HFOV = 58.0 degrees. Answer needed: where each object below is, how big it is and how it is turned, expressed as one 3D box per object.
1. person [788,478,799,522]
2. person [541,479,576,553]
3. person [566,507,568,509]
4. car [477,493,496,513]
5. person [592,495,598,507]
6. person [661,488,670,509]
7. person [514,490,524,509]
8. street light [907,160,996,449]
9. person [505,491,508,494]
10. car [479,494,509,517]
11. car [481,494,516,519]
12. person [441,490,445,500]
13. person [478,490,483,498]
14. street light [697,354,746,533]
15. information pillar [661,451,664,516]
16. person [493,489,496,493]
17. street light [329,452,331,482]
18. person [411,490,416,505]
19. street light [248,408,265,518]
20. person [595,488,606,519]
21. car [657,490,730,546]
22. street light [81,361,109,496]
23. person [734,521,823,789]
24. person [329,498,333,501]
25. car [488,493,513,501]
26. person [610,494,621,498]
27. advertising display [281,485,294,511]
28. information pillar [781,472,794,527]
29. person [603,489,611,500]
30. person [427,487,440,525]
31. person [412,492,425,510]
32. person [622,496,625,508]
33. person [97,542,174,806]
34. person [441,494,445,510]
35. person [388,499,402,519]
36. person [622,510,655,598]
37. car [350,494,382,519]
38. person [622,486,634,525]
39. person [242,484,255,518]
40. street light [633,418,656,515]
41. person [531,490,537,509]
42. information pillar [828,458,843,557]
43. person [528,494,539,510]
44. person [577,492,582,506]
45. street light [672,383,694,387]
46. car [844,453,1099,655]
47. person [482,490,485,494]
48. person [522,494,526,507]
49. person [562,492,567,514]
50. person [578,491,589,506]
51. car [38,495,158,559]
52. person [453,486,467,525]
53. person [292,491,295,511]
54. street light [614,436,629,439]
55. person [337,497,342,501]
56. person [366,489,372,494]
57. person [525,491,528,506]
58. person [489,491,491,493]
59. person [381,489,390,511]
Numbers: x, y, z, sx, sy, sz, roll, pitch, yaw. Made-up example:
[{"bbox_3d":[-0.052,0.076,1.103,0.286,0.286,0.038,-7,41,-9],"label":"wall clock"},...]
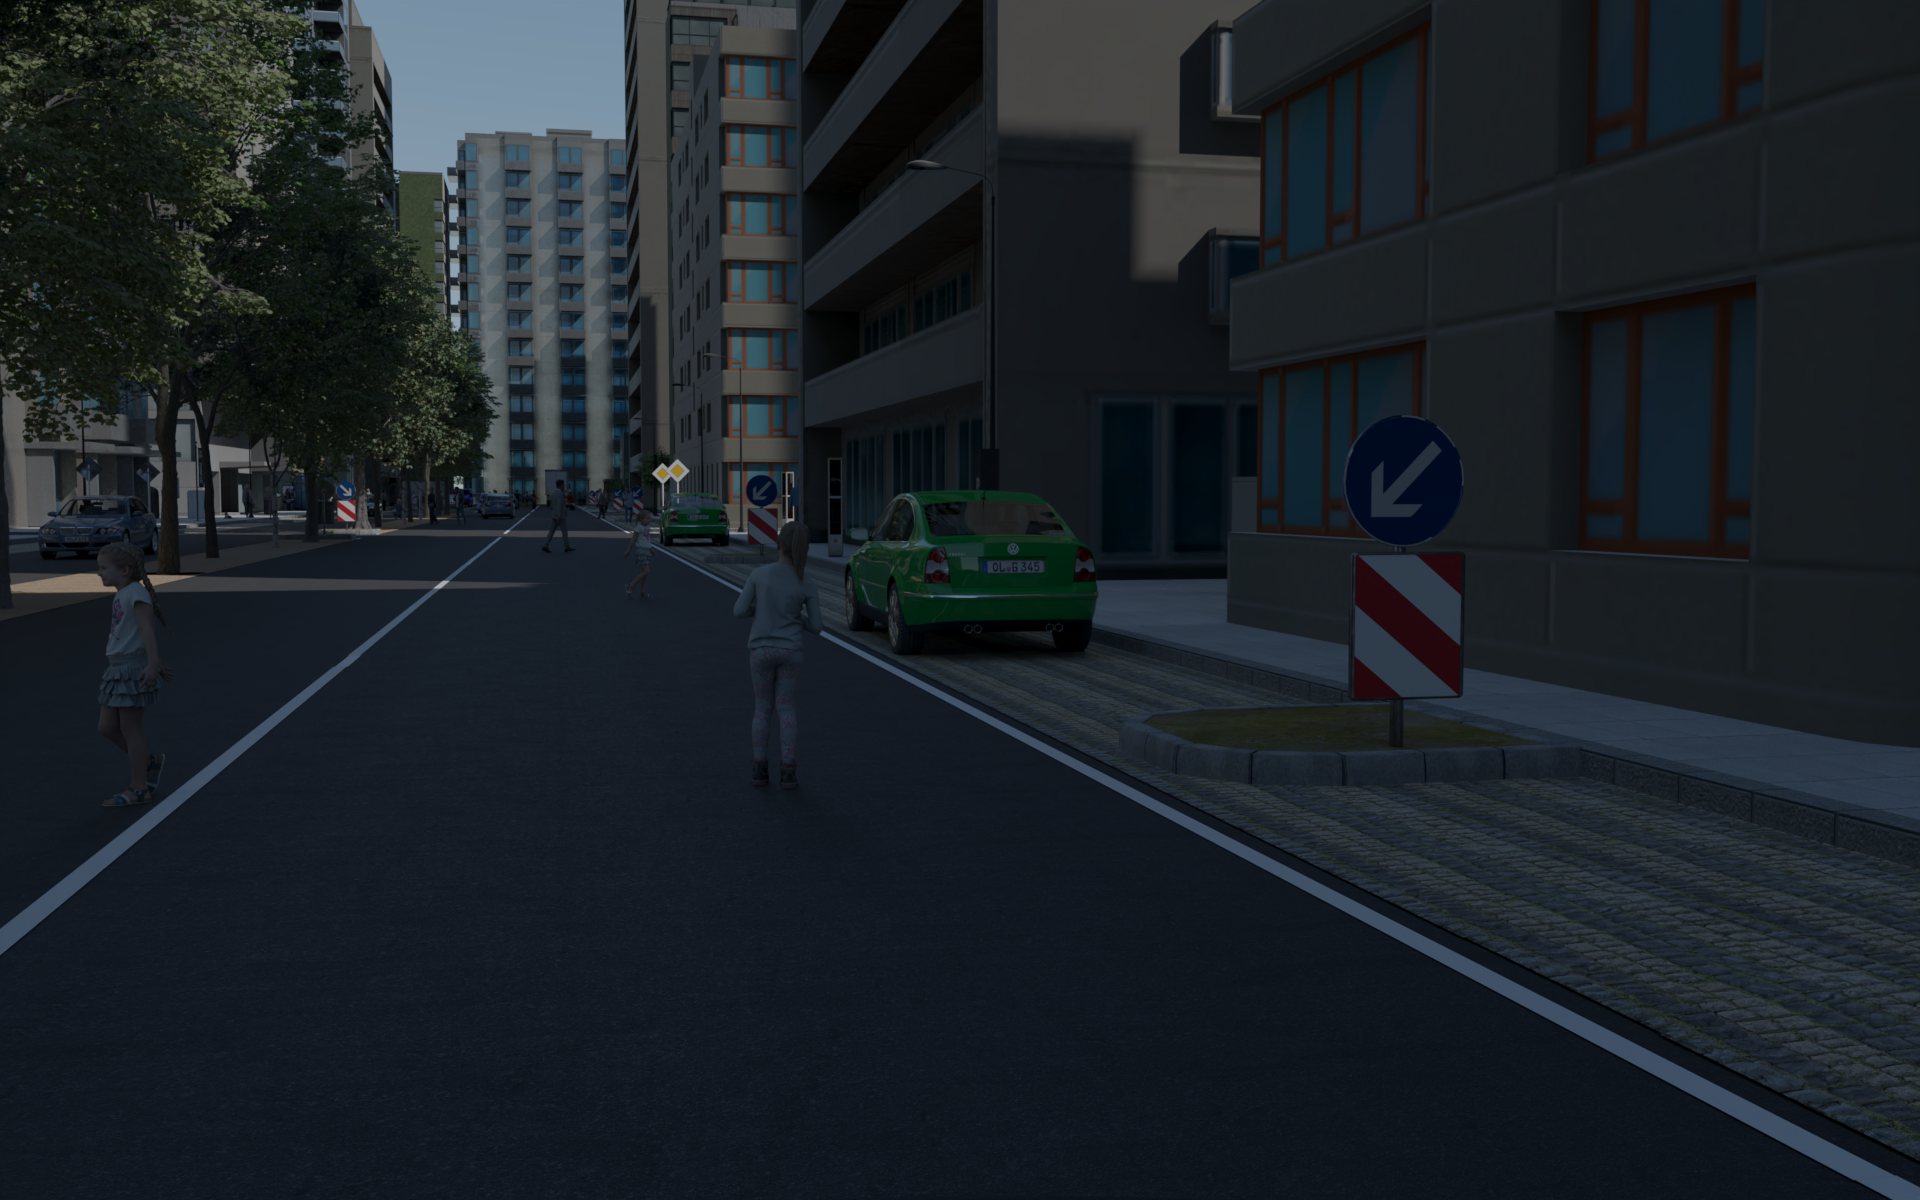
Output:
[{"bbox_3d":[-4.741,-2.734,51.084,0.601,1.785,0.444,1,4,23],"label":"person"},{"bbox_3d":[-9.861,-2.061,42.468,0.850,1.792,0.678,-3,4,-38],"label":"person"},{"bbox_3d":[-38.603,-9.808,169.551,0.721,1.739,1.217,3,5,42],"label":"person"},{"bbox_3d":[-35.308,-7.368,130.055,1.945,1.707,3.694,-1,4,-13],"label":"car"},{"bbox_3d":[-35.828,-9.958,171.255,1.348,1.831,0.705,1,4,20],"label":"person"},{"bbox_3d":[-12.481,-3.934,73.820,0.522,1.701,0.512,-1,4,-10],"label":"person"},{"bbox_3d":[-43.073,-9.809,168.501,1.348,1.869,0.705,0,4,-5],"label":"person"},{"bbox_3d":[-0.060,-3.172,24.408,1.470,5.913,1.316,-1,4,-13],"label":"street light"},{"bbox_3d":[-47.119,-10.440,179.856,0.551,1.740,0.621,1,4,20],"label":"person"},{"bbox_3d":[-29.657,-6.025,110.519,2.014,1.417,4.499,-1,4,-14],"label":"car"},{"bbox_3d":[-26.778,-5.414,100.524,2.014,1.417,4.499,-1,4,-14],"label":"car"},{"bbox_3d":[-48.864,-9.451,163.102,0.705,1.814,1.350,0,4,3],"label":"person"},{"bbox_3d":[-45.339,-9.508,163.826,0.599,1.838,0.709,0,4,-2],"label":"person"},{"bbox_3d":[-7.817,-5.198,57.531,1.470,5.913,1.316,-1,4,-13],"label":"street light"},{"bbox_3d":[-16.308,-6.333,94.895,0.183,3.616,0.504,-1,4,-21],"label":"information pillar"},{"bbox_3d":[-36.245,-7.714,134.719,0.767,1.812,0.694,-2,4,-33],"label":"person"},{"bbox_3d":[-45.426,-9.411,126.416,1.470,5.913,1.316,-1,4,-13],"label":"street light"},{"bbox_3d":[-65.454,-12.280,207.487,0.621,1.740,0.551,1,4,19],"label":"person"},{"bbox_3d":[-37.688,-7.388,93.328,1.470,5.913,1.316,-1,4,-13],"label":"street light"},{"bbox_3d":[-21.032,-5.643,101.168,0.661,1.777,0.834,2,4,33],"label":"person"},{"bbox_3d":[-7.507,-2.441,48.704,1.959,1.807,4.718,-1,4,-12],"label":"car"},{"bbox_3d":[-30.001,-5.375,60.429,1.470,5.913,1.316,-1,4,-13],"label":"street light"},{"bbox_3d":[-0.902,0.262,8.500,0.425,1.301,0.394,-1,4,-21],"label":"person"},{"bbox_3d":[-45.605,-7.256,125.250,0.524,1.755,0.480,-2,4,-27],"label":"person"},{"bbox_3d":[-30.868,-6.537,115.675,1.959,1.807,4.718,-1,4,-13],"label":"car"},{"bbox_3d":[-35.550,-10.559,178.687,1.348,1.823,0.705,-3,5,-44],"label":"person"},{"bbox_3d":[-50.596,-7.655,130.372,0.123,1.923,0.974,3,4,36],"label":"advertising display"},{"bbox_3d":[-5.747,-3.260,57.789,0.304,2.012,0.304,-3,4,-38],"label":"information pillar"},{"bbox_3d":[-29.845,-8.372,145.399,0.705,1.823,1.348,3,4,36],"label":"person"},{"bbox_3d":[-24.339,-4.345,79.956,0.534,1.772,0.576,-2,4,-26],"label":"person"},{"bbox_3d":[-49.144,-9.064,157.427,1.217,1.736,0.721,0,4,-2],"label":"person"},{"bbox_3d":[-32.050,-9.533,165.142,0.697,1.427,0.421,-2,4,-24],"label":"person"},{"bbox_3d":[-3.768,0.337,8.013,0.382,1.210,0.505,-3,5,-43],"label":"person"},{"bbox_3d":[-46.074,-8.872,153.646,1.350,1.814,0.705,3,5,39],"label":"person"},{"bbox_3d":[-32.072,-5.168,98.487,1.012,1.151,0.738,-2,4,-32],"label":"person"},{"bbox_3d":[-4.417,-0.641,23.988,0.382,1.210,0.505,1,4,15],"label":"person"},{"bbox_3d":[-34.144,-5.476,99.318,2.009,1.686,4.222,-1,4,-14],"label":"car"},{"bbox_3d":[-15.235,-4.331,79.572,0.793,1.790,0.793,1,4,14],"label":"person"},{"bbox_3d":[-37.855,-5.256,92.163,0.709,1.800,0.728,-2,4,-35],"label":"person"},{"bbox_3d":[-19.161,-8.128,105.436,1.470,5.913,1.316,-1,4,-13],"label":"street light"},{"bbox_3d":[-40.059,-9.447,162.889,0.705,1.831,1.348,-3,5,-43],"label":"person"},{"bbox_3d":[-2.534,-1.882,35.267,0.304,2.012,0.304,0,4,-3],"label":"information pillar"},{"bbox_3d":[-38.860,-8.952,158.117,1.065,1.426,0.557,0,4,-2],"label":"person"},{"bbox_3d":[-45.197,-12.053,206.281,1.217,1.743,0.721,3,4,36],"label":"person"},{"bbox_3d":[-11.376,-6.127,72.725,1.470,5.913,1.316,-1,4,-13],"label":"street light"},{"bbox_3d":[-0.016,-0.492,16.844,1.959,1.807,4.718,-1,4,-12],"label":"car"},{"bbox_3d":[-39.734,-8.301,144.766,0.434,1.755,0.990,1,4,14],"label":"person"},{"bbox_3d":[-46.806,-10.659,186.011,0.421,1.427,0.697,0,4,1],"label":"person"},{"bbox_3d":[-28.483,-7.078,124.253,0.654,1.822,0.581,3,5,41],"label":"person"},{"bbox_3d":[-43.369,-11.683,199.499,1.348,1.826,0.705,-2,4,-28],"label":"person"},{"bbox_3d":[-19.781,-1.708,39.922,2.014,1.417,4.499,-1,4,-13],"label":"car"},{"bbox_3d":[-22.916,-4.305,79.242,0.623,1.781,0.721,1,4,9],"label":"person"},{"bbox_3d":[-50.918,-7.693,131.841,0.660,1.820,0.620,0,4,7],"label":"person"},{"bbox_3d":[-26.912,-10.148,138.462,1.470,5.913,1.316,-1,4,-13],"label":"street light"},{"bbox_3d":[-39.153,-6.130,109.273,0.362,1.759,0.519,-1,4,-10],"label":"person"},{"bbox_3d":[-42.112,-7.018,123.416,0.661,1.801,0.590,-2,4,-35],"label":"person"},{"bbox_3d":[-50.357,-11.724,200.976,0.721,1.735,1.217,0,4,5],"label":"person"},{"bbox_3d":[-53.457,-11.463,196.629,0.721,1.735,1.217,-2,4,-32],"label":"person"},{"bbox_3d":[-48.035,-8.322,144.579,0.705,1.823,1.348,1,4,11],"label":"person"}]
